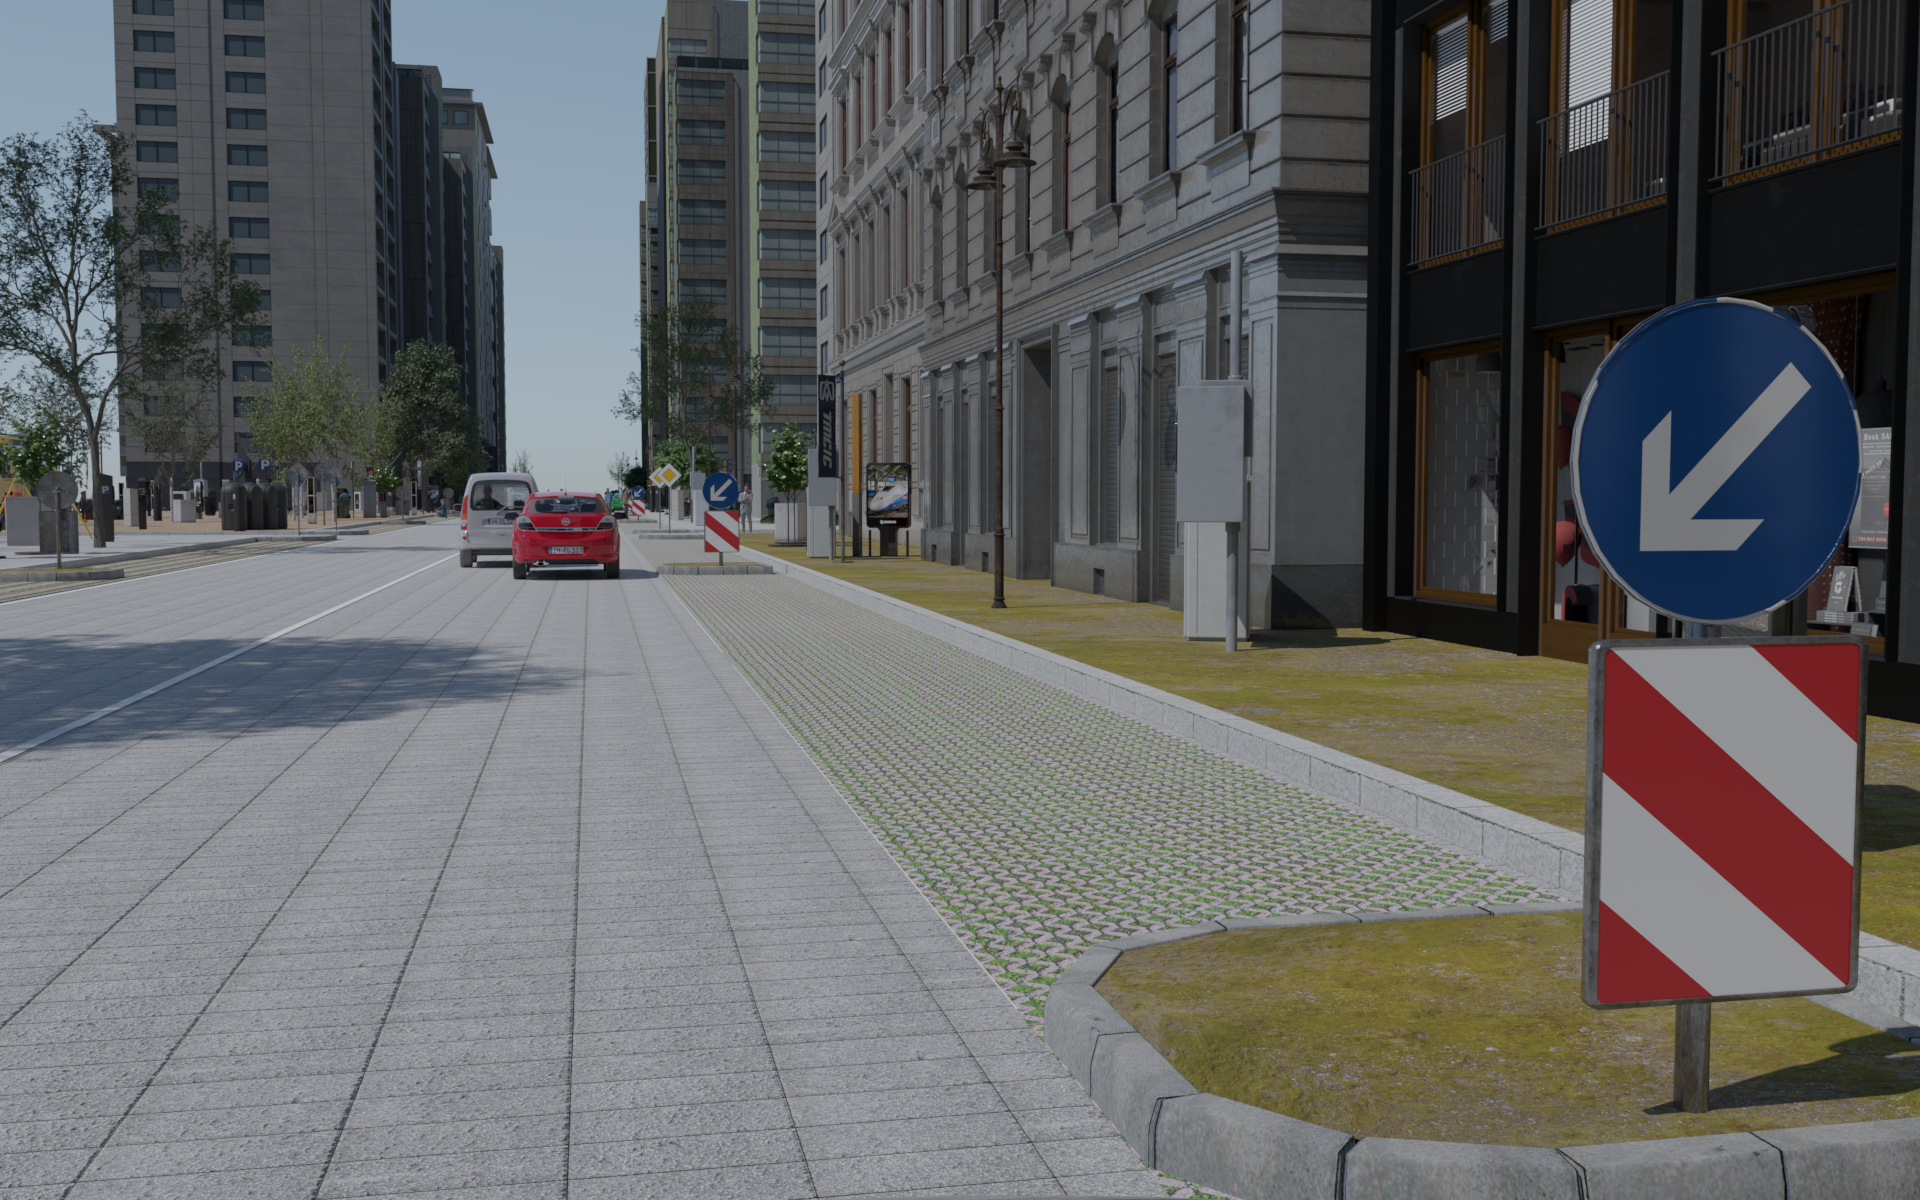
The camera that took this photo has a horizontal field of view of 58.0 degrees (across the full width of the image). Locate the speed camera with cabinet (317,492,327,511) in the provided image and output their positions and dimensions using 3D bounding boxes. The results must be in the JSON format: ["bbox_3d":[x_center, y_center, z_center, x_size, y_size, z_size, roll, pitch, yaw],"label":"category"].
[{"bbox_3d":[-48.491,-8.265,129.468,2.038,3.252,0.660,-3,4,-37],"label":"speed camera with cabinet"}]

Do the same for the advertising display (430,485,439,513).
[{"bbox_3d":[-36.512,-7.034,120.225,0.123,1.923,0.974,1,4,22],"label":"advertising display"}]

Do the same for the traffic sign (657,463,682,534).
[{"bbox_3d":[-9.316,-3.172,55.507,0.795,2.450,0.064,-1,4,-12],"label":"traffic sign"}]

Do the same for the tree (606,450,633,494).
[{"bbox_3d":[-56.137,-20.514,285.772,4.360,8.622,3.978,0,3,0],"label":"tree"}]

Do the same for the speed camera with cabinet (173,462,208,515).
[{"bbox_3d":[-47.296,-6.847,106.289,2.038,3.252,0.660,0,4,-2],"label":"speed camera with cabinet"}]

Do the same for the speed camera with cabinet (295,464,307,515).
[{"bbox_3d":[-40.361,-6.819,105.818,0.660,3.252,2.038,-1,4,-14],"label":"speed camera with cabinet"}]

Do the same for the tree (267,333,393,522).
[{"bbox_3d":[-28.542,-7.852,78.739,4.737,8.622,4.395,0,3,0],"label":"tree"}]

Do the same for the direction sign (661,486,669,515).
[{"bbox_3d":[-20.833,-7.914,121.396,0.379,3.537,0.876,-2,4,-28],"label":"direction sign"}]

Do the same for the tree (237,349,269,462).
[{"bbox_3d":[-32.681,-8.180,84.100,4.737,8.622,4.395,0,3,0],"label":"tree"}]

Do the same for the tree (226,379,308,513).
[{"bbox_3d":[-43.875,-9.785,110.343,4.360,8.622,3.978,0,3,0],"label":"tree"}]

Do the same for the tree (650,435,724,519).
[{"bbox_3d":[-14.698,-6.849,95.695,4.285,4.588,4.351,0,3,0],"label":"tree"}]

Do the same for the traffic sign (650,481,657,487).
[{"bbox_3d":[-21.552,-7.513,122.847,0.884,2.594,0.081,0,4,-5],"label":"traffic sign"}]

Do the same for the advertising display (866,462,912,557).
[{"bbox_3d":[-1.457,-1.847,35.406,0.974,1.923,0.123,1,4,23],"label":"advertising display"}]

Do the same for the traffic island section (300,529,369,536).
[{"bbox_3d":[-22.002,-2.372,61.065,2.009,0.180,2.903,-1,4,-12],"label":"traffic island section"}]

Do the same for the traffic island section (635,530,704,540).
[{"bbox_3d":[-9.295,-2.037,55.589,2.009,0.180,2.903,-1,4,-12],"label":"traffic island section"}]

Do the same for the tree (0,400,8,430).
[{"bbox_3d":[-61.435,-9.600,107.328,4.360,8.622,3.978,0,3,0],"label":"tree"}]

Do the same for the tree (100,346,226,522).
[{"bbox_3d":[-36.770,-7.930,80.022,4.360,8.622,3.978,0,3,0],"label":"tree"}]

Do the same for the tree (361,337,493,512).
[{"bbox_3d":[-38.889,-12.799,126.274,9.611,12.733,9.660,0,3,0],"label":"tree"}]

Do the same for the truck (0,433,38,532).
[{"bbox_3d":[-33.262,-3.564,54.198,9.791,3.379,3.469,-1,4,-12],"label":"truck"}]

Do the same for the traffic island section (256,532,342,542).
[{"bbox_3d":[-20.341,-1.894,53.254,2.009,0.180,2.903,-1,4,-12],"label":"traffic island section"}]

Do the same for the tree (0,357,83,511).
[{"bbox_3d":[-49.273,-8.758,93.557,4.737,8.622,4.395,0,3,0],"label":"tree"}]

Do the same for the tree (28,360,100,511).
[{"bbox_3d":[-45.690,-8.512,89.539,4.360,8.622,3.978,0,3,0],"label":"tree"}]

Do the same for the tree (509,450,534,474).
[{"bbox_3d":[-71.225,-20.240,281.284,4.360,8.622,3.978,0,3,0],"label":"tree"}]

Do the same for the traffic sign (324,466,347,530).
[{"bbox_3d":[-21.980,-3.509,61.008,0.795,2.450,0.064,-1,4,-12],"label":"traffic sign"}]

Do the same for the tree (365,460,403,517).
[{"bbox_3d":[-32.765,-6.294,97.508,1.663,3.219,1.824,0,3,0],"label":"tree"}]

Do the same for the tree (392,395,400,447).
[{"bbox_3d":[-39.741,-10.224,117.518,4.737,8.622,4.395,0,3,0],"label":"tree"}]

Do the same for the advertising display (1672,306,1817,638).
[{"bbox_3d":[2.853,-0.071,6.370,0.123,1.923,0.974,0,4,3],"label":"advertising display"}]

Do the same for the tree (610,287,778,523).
[{"bbox_3d":[-11.759,-8.740,77.319,8.767,10.594,7.601,1,4,17],"label":"tree"}]

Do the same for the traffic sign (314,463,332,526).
[{"bbox_3d":[-25.932,-4.311,70.591,0.768,2.556,0.104,0,4,-5],"label":"traffic sign"}]

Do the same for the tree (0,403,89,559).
[{"bbox_3d":[-19.464,-2.587,36.892,1.663,3.219,1.824,0,3,0],"label":"tree"}]

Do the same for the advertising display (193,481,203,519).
[{"bbox_3d":[-38.782,-5.076,88.199,0.123,1.923,0.974,-3,5,-43],"label":"advertising display"}]

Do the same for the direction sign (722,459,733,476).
[{"bbox_3d":[-14.866,-7.260,110.705,0.876,3.537,0.379,2,4,35],"label":"direction sign"}]

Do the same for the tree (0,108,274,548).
[{"bbox_3d":[-20.560,-6.543,41.389,8.767,10.594,7.601,0,4,-7],"label":"tree"}]

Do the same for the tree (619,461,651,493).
[{"bbox_3d":[-31.858,-11.506,171.830,4.285,4.588,4.351,0,3,0],"label":"tree"}]

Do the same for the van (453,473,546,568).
[{"bbox_3d":[-9.286,-1.727,35.243,2.013,2.044,4.112,-1,4,-14],"label":"van"}]

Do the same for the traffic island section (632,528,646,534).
[{"bbox_3d":[-10.956,-2.515,63.400,2.009,0.180,2.903,-1,4,-12],"label":"traffic island section"}]

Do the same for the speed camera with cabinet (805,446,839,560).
[{"bbox_3d":[-2.752,-2.445,34.308,0.660,3.252,2.038,0,4,-6],"label":"speed camera with cabinet"}]

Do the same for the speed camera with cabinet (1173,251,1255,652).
[{"bbox_3d":[2.211,-1.258,14.909,0.660,3.252,2.038,1,4,12],"label":"speed camera with cabinet"}]

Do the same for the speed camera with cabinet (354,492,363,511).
[{"bbox_3d":[-45.551,-8.441,132.340,2.038,3.252,0.660,3,5,43],"label":"speed camera with cabinet"}]

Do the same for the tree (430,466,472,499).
[{"bbox_3d":[-41.285,-9.608,140.805,4.285,4.588,4.351,0,3,0],"label":"tree"}]

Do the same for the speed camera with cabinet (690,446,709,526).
[{"bbox_3d":[-10.655,-4.688,70.989,0.660,3.252,2.038,-1,4,-14],"label":"speed camera with cabinet"}]

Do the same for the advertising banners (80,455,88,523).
[{"bbox_3d":[-39.245,-4.981,77.634,0.090,3.025,2.074,-2,4,-35],"label":"advertising banners"}]

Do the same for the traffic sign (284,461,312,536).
[{"bbox_3d":[-20.320,-3.031,53.197,0.795,2.450,0.064,-1,4,-12],"label":"traffic sign"}]

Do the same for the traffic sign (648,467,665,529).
[{"bbox_3d":[-10.977,-3.650,63.318,0.795,2.450,0.064,-1,4,-12],"label":"traffic sign"}]

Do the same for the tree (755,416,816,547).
[{"bbox_3d":[-4.281,-3.063,44.688,1.663,3.219,1.824,0,3,0],"label":"tree"}]

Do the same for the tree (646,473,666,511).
[{"bbox_3d":[-23.119,-8.382,131.653,1.663,3.219,1.824,0,3,0],"label":"tree"}]
